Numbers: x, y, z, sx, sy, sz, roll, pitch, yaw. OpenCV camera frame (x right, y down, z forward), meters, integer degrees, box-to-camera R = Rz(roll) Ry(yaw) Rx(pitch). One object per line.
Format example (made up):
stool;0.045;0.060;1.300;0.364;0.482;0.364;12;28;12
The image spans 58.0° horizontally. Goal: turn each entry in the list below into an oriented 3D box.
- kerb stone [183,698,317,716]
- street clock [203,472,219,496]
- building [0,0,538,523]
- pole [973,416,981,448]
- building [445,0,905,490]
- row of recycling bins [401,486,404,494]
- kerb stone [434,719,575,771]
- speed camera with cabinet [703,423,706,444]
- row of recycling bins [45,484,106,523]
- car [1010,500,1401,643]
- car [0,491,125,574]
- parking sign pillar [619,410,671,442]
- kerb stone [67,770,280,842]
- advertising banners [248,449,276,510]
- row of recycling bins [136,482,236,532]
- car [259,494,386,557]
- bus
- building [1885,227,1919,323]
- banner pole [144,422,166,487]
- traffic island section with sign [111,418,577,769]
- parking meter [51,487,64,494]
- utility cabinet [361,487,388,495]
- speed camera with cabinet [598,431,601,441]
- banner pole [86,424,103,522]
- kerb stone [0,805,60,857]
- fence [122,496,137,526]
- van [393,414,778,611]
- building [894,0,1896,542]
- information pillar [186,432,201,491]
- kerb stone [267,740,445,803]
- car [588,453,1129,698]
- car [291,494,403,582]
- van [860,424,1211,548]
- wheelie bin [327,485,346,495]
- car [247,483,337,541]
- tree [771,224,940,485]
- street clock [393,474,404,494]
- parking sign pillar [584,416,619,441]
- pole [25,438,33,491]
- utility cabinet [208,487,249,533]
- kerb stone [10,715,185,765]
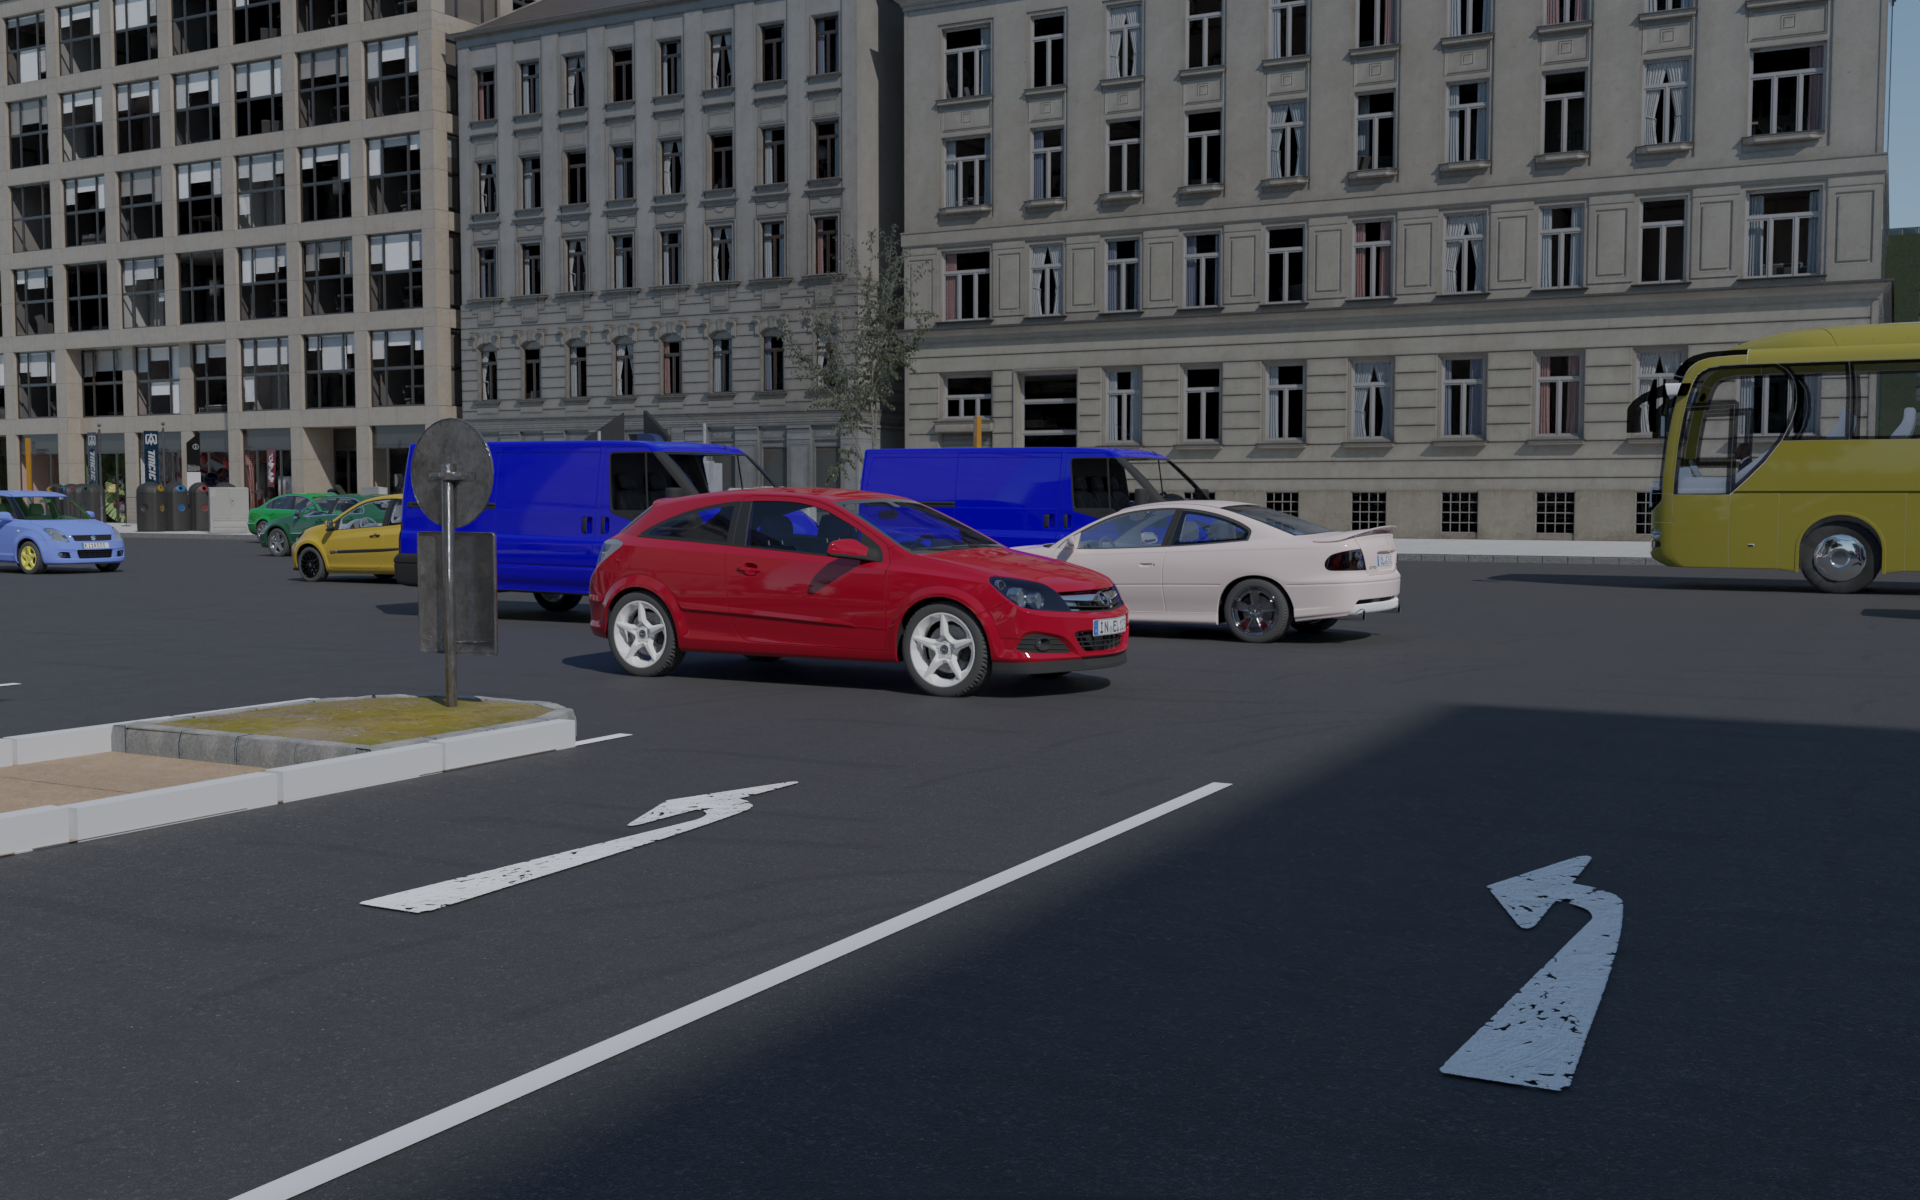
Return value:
kerb stone;-4.280;0.722;10.471;0.120;0.150;1.000;2;4;28
street clock;-24.987;-3.257;57.824;0.471;2.002;0.358;-2;4;-31
building;-30.297;-16.968;81.949;34.151;26.468;19.350;2;4;28
pole;0.456;-3.165;45.588;0.158;3.312;0.155;0;3;0
building;-8.988;-13.232;65.497;18.267;20.994;9.793;2;4;28
row of recycling bins;-34.380;-6.027;105.653;3.534;1.692;1.069;-2;4;-25
kerb stone;-2.471;0.782;9.408;0.120;0.150;1.000;2;4;28
speed camera with cabinet;-6.438;-3.314;48.520;2.038;3.252;0.660;1;4;17
row of recycling bins;-34.828;-3.738;68.227;3.534;1.692;1.069;2;4;35
car;2.123;-0.347;18.034;4.827;1.381;2.083;2;4;30
car;-17.176;-1.375;32.074;3.694;1.707;1.945;2;4;28
parking sign pillar;-9.767;-4.090;55.336;1.447;3.967;1.447;3;5;44
kerb stone;-3.444;0.903;7.589;0.120;0.150;1.000;2;4;28
advertising banners;-27.240;-4.347;67.254;2.074;3.025;0.090;2;4;29
row of recycling bins;-26.715;-3.229;59.902;1.069;1.692;3.534;3;4;36
car;-13.924;-1.704;39.651;4.920;1.459;2.131;2;4;29
bus;15.983;-1.993;24.136;12.252;3.916;2.896;2;4;29
building;98.573;-25.619;190.577;14.107;30.474;14.160;2;4;28
banner pole;-27.905;-4.293;60.205;0.863;3.779;0.401;-1;4;-16
traffic island section with sign;-3.346;-0.109;9.923;2.006;1.907;1.989;2;4;28
parking meter;-31.373;-3.169;60.232;0.372;1.533;0.369;0;3;0
utility cabinet;-17.946;-2.720;53.145;0.318;1.500;1.173;-3;5;-44
speed camera with cabinet;-11.176;-3.634;53.749;0.660;3.252;2.038;0;4;3
banner pole;-30.739;-4.380;61.630;0.863;3.779;0.401;2;4;25
kerb stone;-3.939;0.949;6.680;0.120;0.150;1.000;2;4;28
fence;-32.521;-3.575;69.660;0.480;1.192;2.264;3;4;37
van;-3.900;-0.940;19.757;5.245;2.365;2.240;2;4;29
building;14.108;-13.650;56.455;30.059;22.955;16.112;2;4;28
information pillar;-28.905;-4.528;65.390;0.504;3.616;0.183;-2;4;-24
kerb stone;-2.954;0.842;8.500;0.120;0.150;1.000;2;4;28
car;-0.822;-0.277;13.562;4.494;1.783;2.155;2;4;30
car;-9.149;-1.105;28.288;3.980;1.641;2.015;2;4;30
van;1.260;-1.110;22.539;5.245;2.365;2.240;2;4;29
wheelie bin;-21.363;-3.151;59.421;0.693;1.594;0.980;0;4;-3
car;-18.581;-2.535;50.252;4.718;1.807;1.959;2;4;30
tree;-2.636;-5.904;46.901;4.360;8.622;3.978;0;3;0
street clock;-20.053;-3.505;61.872;0.358;2.002;0.471;-3;5;-39
parking sign pillar;-11.738;-4.211;57.318;1.447;3.967;1.447;0;4;-5
pole;-34.046;-4.253;63.372;0.158;3.312;0.155;0;3;0
utility cabinet;-23.760;-2.912;56.284;1.173;1.500;0.318;-2;4;-31
kerb stone;-4.768;0.776;9.565;0.120;0.150;1.000;2;4;28
